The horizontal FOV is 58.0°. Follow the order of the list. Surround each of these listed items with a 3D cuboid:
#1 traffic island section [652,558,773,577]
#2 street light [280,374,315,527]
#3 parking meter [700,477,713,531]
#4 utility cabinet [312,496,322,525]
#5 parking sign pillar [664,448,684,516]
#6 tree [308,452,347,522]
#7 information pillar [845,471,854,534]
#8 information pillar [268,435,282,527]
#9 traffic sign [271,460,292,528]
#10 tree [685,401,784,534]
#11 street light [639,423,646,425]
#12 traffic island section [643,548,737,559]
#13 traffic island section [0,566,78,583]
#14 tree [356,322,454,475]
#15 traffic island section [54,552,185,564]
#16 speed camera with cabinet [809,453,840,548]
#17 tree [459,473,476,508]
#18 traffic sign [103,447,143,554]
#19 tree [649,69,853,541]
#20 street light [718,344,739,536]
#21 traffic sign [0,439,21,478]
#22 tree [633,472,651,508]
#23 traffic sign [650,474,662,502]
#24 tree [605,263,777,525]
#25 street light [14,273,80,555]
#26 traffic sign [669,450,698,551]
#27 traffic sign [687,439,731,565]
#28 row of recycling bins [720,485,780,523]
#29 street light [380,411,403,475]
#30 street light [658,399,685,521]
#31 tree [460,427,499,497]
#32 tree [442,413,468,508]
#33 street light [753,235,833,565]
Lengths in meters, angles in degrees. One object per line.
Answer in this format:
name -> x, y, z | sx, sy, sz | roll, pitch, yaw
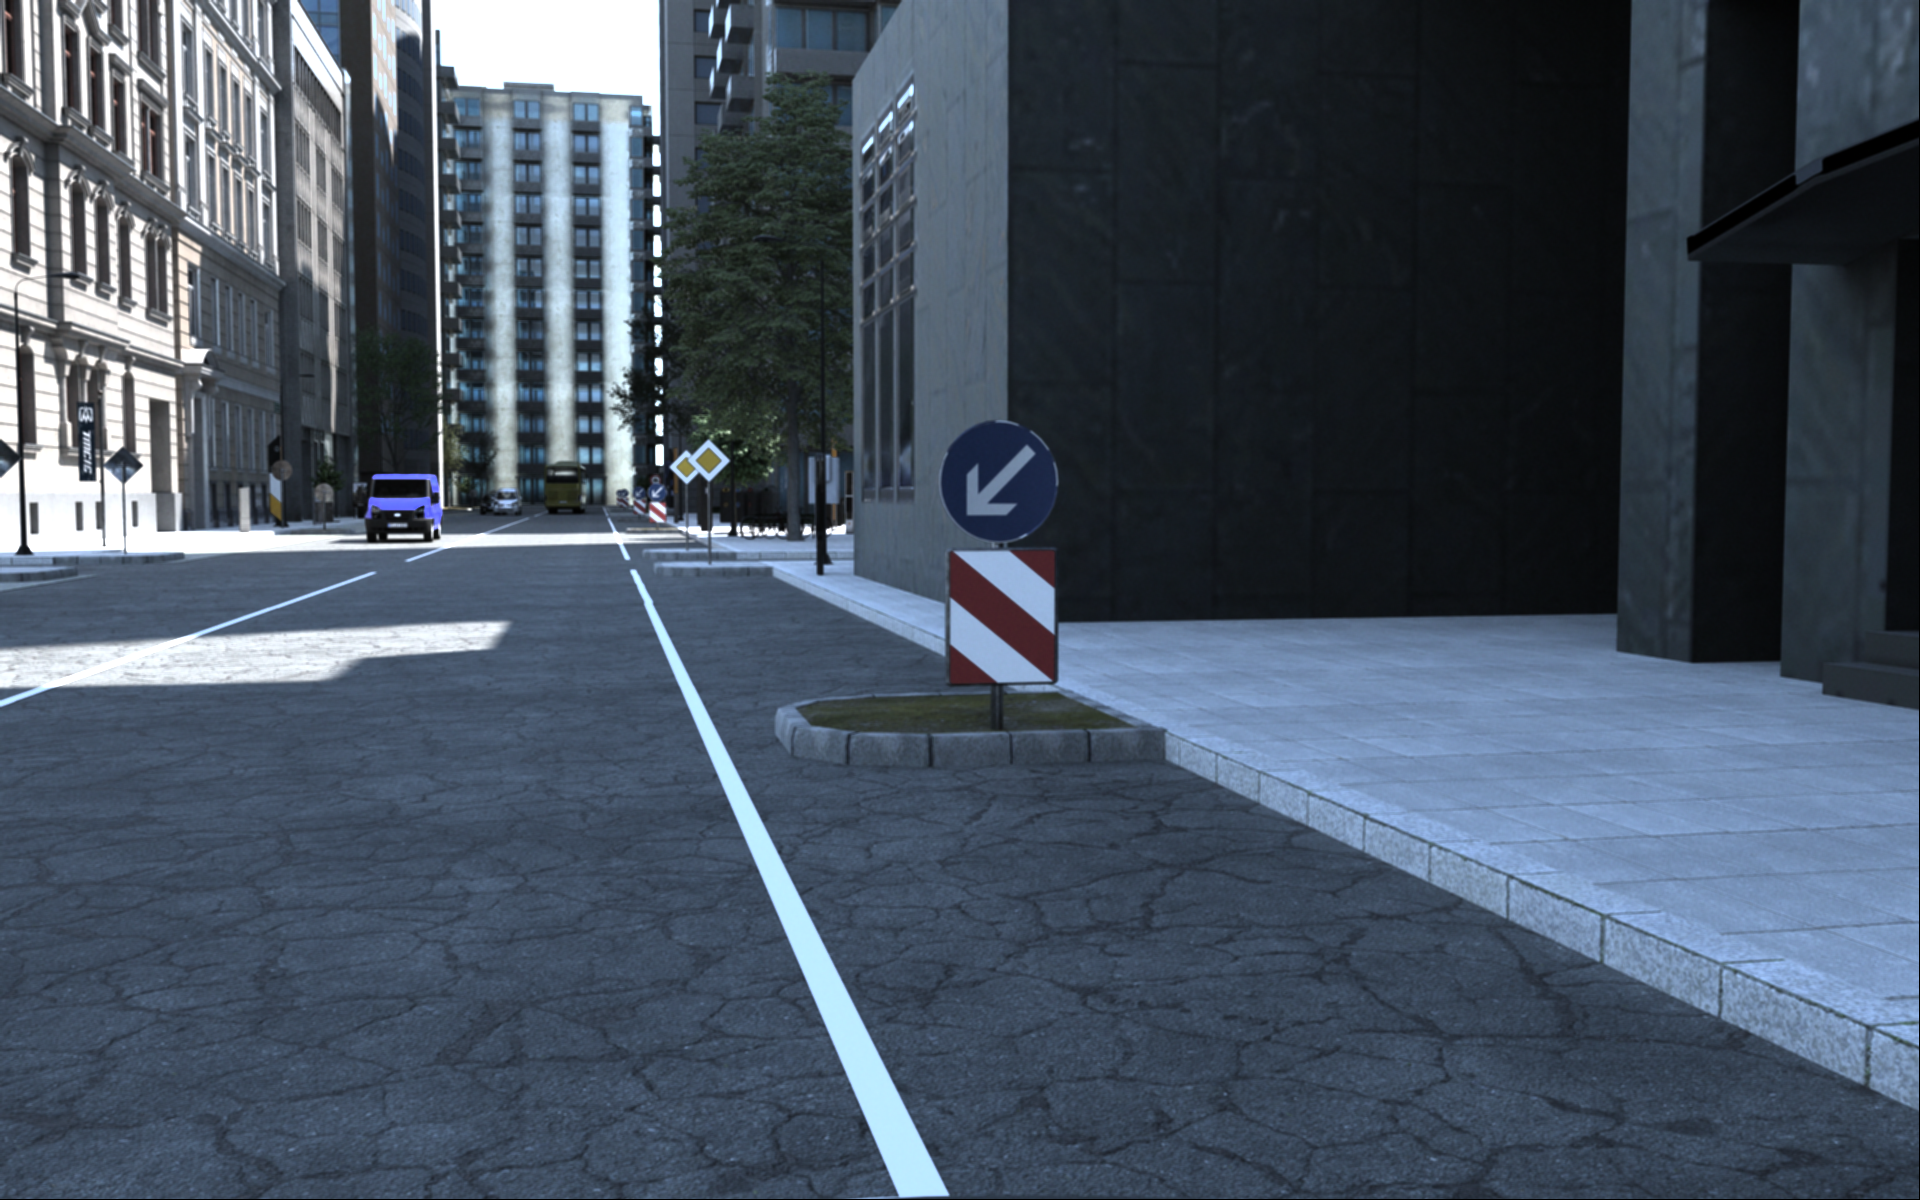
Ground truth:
traffic island section -> -4.534, -0.565, 31.522 | 2.009, 0.180, 2.903 | -1, 4, -12
street light -> -25.600, -5.773, 66.931 | 1.470, 5.913, 1.316 | -1, 4, -12
parking meter -> -8.705, -3.292, 59.538 | 0.399, 1.863, 0.255 | -2, 4, -32
utility cabinet -> -26.839, -3.739, 72.296 | 0.306, 1.237, 1.020 | -2, 4, -26
parking sign pillar -> -16.923, -6.903, 101.339 | 1.447, 3.967, 1.447 | -1, 4, -22
tree -> -28.875, -5.146, 78.744 | 1.663, 3.219, 1.824 | 0, 3, 0
information pillar -> -3.496, -3.133, 55.713 | 0.304, 2.012, 0.304 | 2, 4, 24
information pillar -> -27.047, -4.714, 68.432 | 0.183, 3.616, 0.504 | 3, 5, 40
traffic sign -> -25.403, -3.963, 64.904 | 0.768, 2.556, 0.104 | 0, 4, -4
tree -> -7.248, -4.441, 56.330 | 4.285, 4.588, 4.351 | 0, 3, 0
street light -> -20.230, -8.595, 113.063 | 1.470, 5.913, 1.316 | -1, 4, -12
traffic island section -> -6.171, -1.043, 39.338 | 2.009, 0.180, 2.903 | -1, 4, -12
traffic island section -> -16.174, -0.417, 29.098 | 2.009, 0.180, 2.903 | -1, 4, -12
tree -> -34.487, -10.995, 105.517 | 9.928, 11.665, 9.643 | 0, 3, 0
traffic island section -> -17.811, -0.895, 36.914 | 2.009, 0.180, 2.903 | -1, 4, -12
speed camera with cabinet -> -2.523, -2.847, 40.880 | 2.038, 3.252, 0.660 | 0, 4, 3
tree -> -45.985, -10.223, 161.743 | 1.663, 3.219, 1.824 | 0, 3, 0
traffic sign -> -17.790, -2.031, 36.857 | 0.795, 2.450, 0.064 | -1, 4, -12
tree -> -4.573, -7.856, 46.579 | 7.486, 12.596, 7.792 | 0, 3, 0
street light -> -7.434, -4.881, 52.352 | 1.470, 5.913, 1.316 | -1, 4, -12
traffic sign -> -16.153, -1.553, 29.041 | 0.795, 2.450, 0.064 | -1, 4, -12
tree -> -30.043, -10.269, 162.502 | 1.663, 3.219, 1.824 | 0, 3, 0
traffic sign -> -19.636, -6.830, 111.775 | 0.768, 2.556, 0.104 | 0, 4, -8
tree -> -10.966, -8.340, 70.777 | 7.601, 10.594, 8.767 | -3, 4, -37
street light -> -19.169, -3.905, 36.386 | 1.470, 5.913, 1.316 | -1, 4, -12
traffic sign -> -6.192, -2.178, 39.256 | 0.795, 2.450, 0.064 | -1, 4, -12
traffic sign -> -4.555, -1.700, 31.440 | 0.795, 2.450, 0.064 | -1, 4, -12
row of recycling bins -> -9.373, -4.288, 77.220 | 3.534, 1.692, 1.069 | 3, 5, 40
street light -> -31.938, -7.629, 97.277 | 1.470, 5.913, 1.316 | -1, 4, -12
street light -> -13.903, -6.738, 82.714 | 1.470, 5.913, 1.316 | -1, 4, -12
tree -> -51.490, -14.415, 186.047 | 4.360, 8.622, 3.978 | 0, 3, 0
tree -> -45.987, -12.539, 155.370 | 4.737, 8.622, 4.395 | 0, 3, 0
street light -> -3.023, -3.597, 31.350 | 1.470, 5.913, 1.316 | -1, 4, -12
